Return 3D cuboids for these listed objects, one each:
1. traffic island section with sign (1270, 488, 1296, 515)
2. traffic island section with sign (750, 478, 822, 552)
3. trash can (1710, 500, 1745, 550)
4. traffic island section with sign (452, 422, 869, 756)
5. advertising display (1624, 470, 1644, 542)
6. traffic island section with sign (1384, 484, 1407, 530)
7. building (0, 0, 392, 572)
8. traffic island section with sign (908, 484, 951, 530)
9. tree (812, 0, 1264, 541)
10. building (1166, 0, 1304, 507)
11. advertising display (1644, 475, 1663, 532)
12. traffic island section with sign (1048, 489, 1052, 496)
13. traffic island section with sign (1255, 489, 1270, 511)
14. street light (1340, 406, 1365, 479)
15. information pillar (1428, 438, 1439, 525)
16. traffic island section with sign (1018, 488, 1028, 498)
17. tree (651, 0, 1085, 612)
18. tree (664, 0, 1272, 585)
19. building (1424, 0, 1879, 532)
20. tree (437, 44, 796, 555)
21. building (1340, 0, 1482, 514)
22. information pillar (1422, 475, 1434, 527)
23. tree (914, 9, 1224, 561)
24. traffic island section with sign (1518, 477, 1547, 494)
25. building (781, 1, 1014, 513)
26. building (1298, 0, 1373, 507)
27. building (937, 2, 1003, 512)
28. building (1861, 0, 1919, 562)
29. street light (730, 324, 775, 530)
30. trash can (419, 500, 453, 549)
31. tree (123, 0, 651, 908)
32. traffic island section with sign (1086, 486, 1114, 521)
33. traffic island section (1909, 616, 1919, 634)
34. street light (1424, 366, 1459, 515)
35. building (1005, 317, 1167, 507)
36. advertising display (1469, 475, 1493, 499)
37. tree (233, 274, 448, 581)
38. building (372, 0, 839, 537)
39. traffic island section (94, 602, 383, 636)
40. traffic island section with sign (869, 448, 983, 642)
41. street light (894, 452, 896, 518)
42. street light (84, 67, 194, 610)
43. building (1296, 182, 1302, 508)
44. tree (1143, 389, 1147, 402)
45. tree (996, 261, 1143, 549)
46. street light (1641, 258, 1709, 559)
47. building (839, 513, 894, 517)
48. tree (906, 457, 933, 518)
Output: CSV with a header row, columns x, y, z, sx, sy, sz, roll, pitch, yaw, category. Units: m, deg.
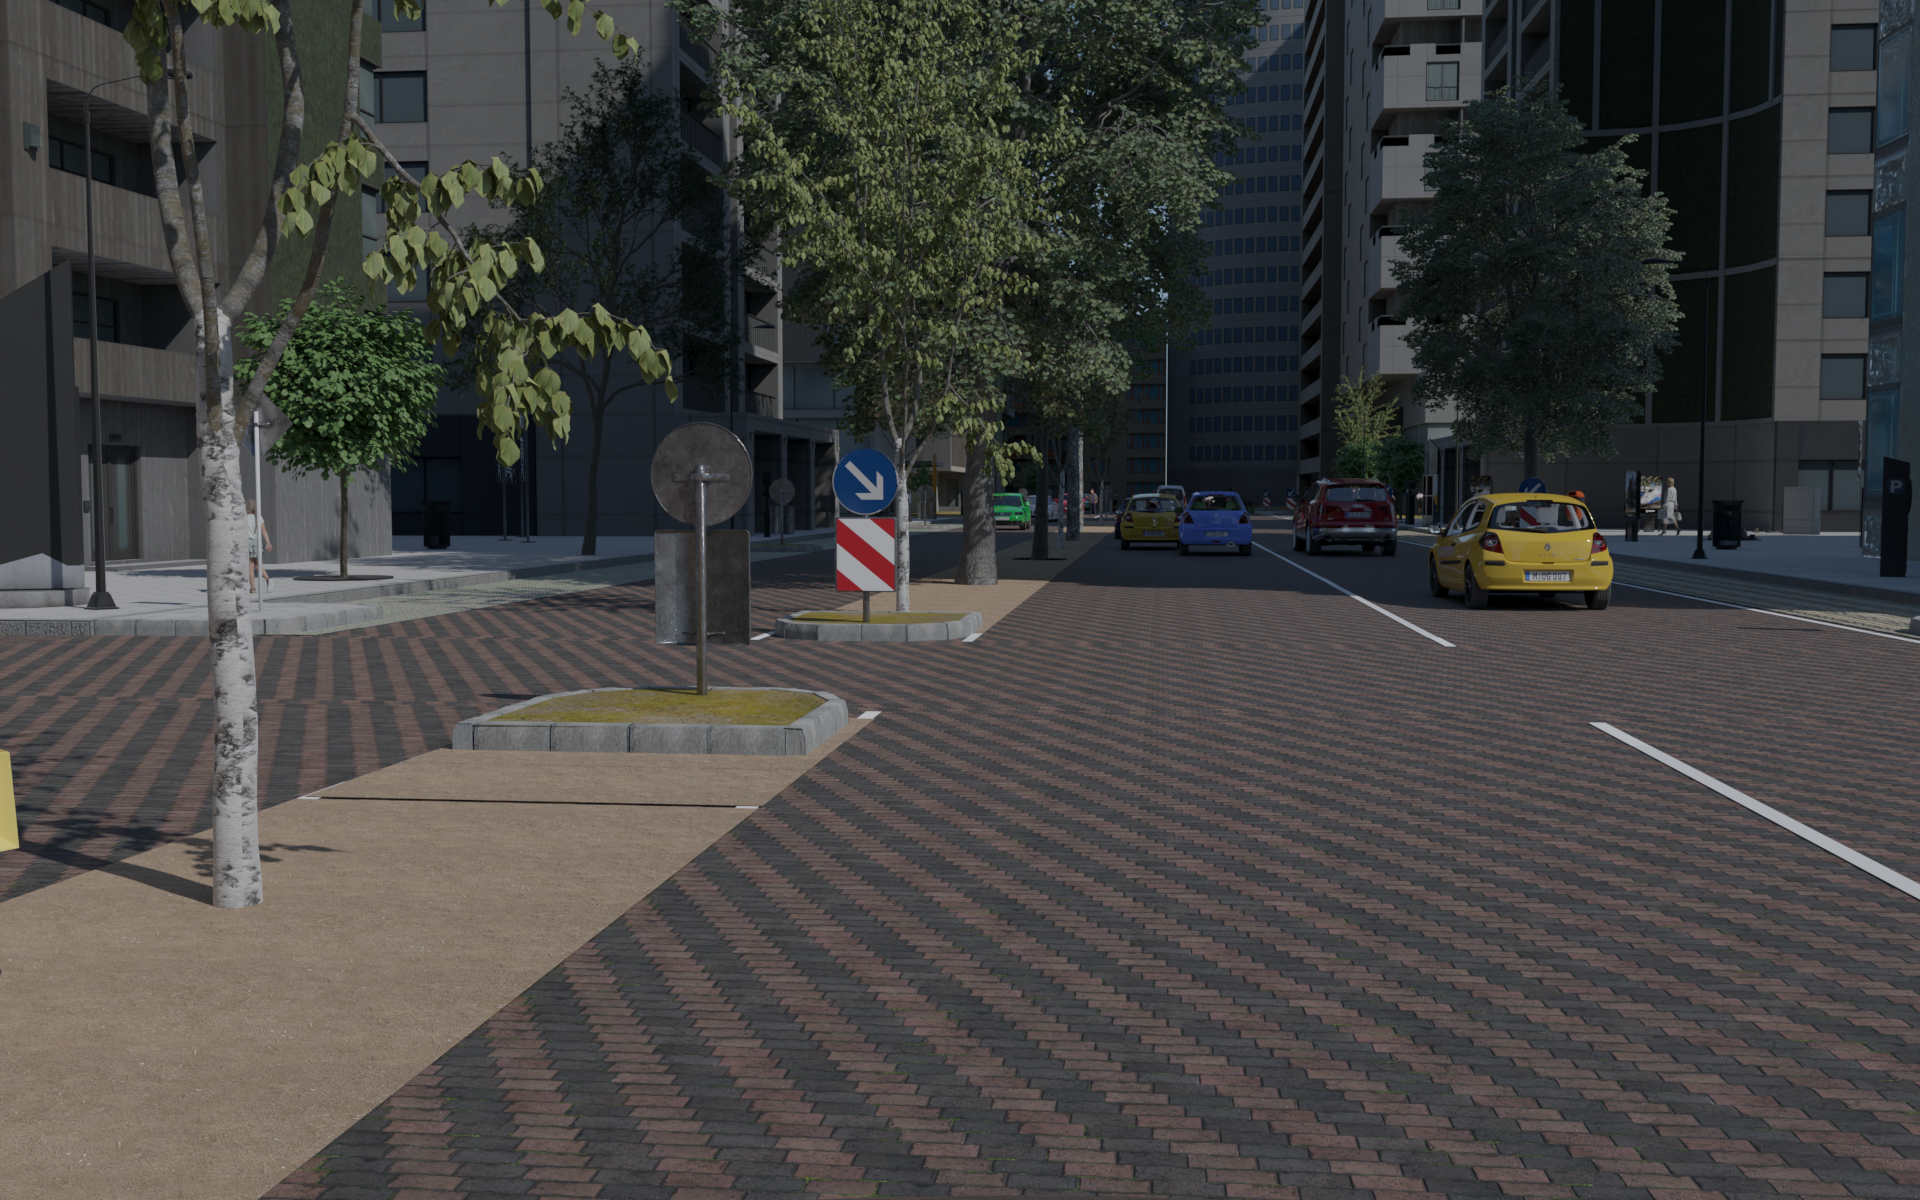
x,y,z,sx,sy,sz,roll,pitch,yaw,category
22.360,-6.684,117.905,1.989,1.847,2.006,0,4,7,traffic island section with sign
-4.512,-2.123,43.346,1.989,1.847,2.006,0,4,7,traffic island section with sign
17.740,-1.737,40.058,0.748,1.137,0.748,0,3,0,trash can
-1.722,-0.142,10.453,2.006,1.907,1.989,0,4,7,traffic island section with sign
18.140,-2.540,46.738,0.123,1.923,0.974,0,4,3,advertising display
16.700,-3.694,69.033,1.989,1.847,2.006,0,4,7,traffic island section with sign
-19.696,-15.766,29.472,14.160,30.474,14.107,0,4,7,building
-1.405,-3.761,70.122,1.989,1.847,2.006,0,4,7,traffic island section with sign
2.347,-11.927,53.346,12.611,20.169,13.585,0,3,0,tree
36.390,-39.288,184.353,28.212,58.520,21.231,0,4,7,building
23.235,-3.251,58.367,0.974,1.923,0.123,-1,4,-20,advertising display
7.632,-8.534,148.151,1.989,1.847,2.006,0,4,7,traffic island section with sign
25.511,-8.342,145.023,1.989,1.847,2.006,0,4,7,traffic island section with sign
20.710,-7.257,91.196,1.470,5.913,1.316,0,4,7,street light
19.899,-4.985,72.854,0.183,3.616,0.504,-2,4,-35,information pillar
4.426,-6.842,120.494,1.989,1.847,2.006,0,4,7,traffic island section with sign
-0.649,-4.081,19.550,4.737,8.622,4.395,0,3,0,tree
0.263,-7.213,27.040,9.857,13.997,8.962,0,3,0,tree
30.318,-38.409,66.242,20.563,71.187,20.611,0,4,7,building
-7.515,-6.215,36.022,7.601,10.594,8.767,1,4,22,tree
40.249,-32.103,114.128,28.713,52.752,27.495,0,4,7,building
18.189,-3.844,67.338,0.304,2.012,0.304,-1,4,-13,information pillar
1.828,-6.652,36.970,9.928,11.665,9.643,0,3,0,tree
13.562,-2.034,41.882,1.989,1.847,2.006,0,4,7,traffic island section with sign
-9.128,-34.608,155.085,27.495,52.752,28.713,0,4,7,building
39.082,-31.520,139.056,21.300,48.544,21.600,0,4,7,building
-4.394,-27.245,129.057,14.154,41.232,14.086,0,4,7,building
30.045,-24.661,22.824,30.456,49.044,23.786,0,4,7,building
-5.752,-4.589,47.566,1.470,5.913,1.316,0,4,7,street light
-12.180,-1.752,40.305,0.748,1.137,0.748,0,3,0,trash can
-2.501,-3.224,5.531,4.737,8.622,4.395,0,3,0,tree
7.777,-5.157,92.453,2.006,1.907,1.989,0,4,7,traffic island section with sign
10.646,0.334,16.824,2.009,0.180,2.903,0,4,7,traffic island section
17.431,-5.513,62.685,1.470,5.913,1.316,0,4,7,street light
8.326,-21.235,192.236,28.899,21.520,27.650,0,4,7,building
18.112,-3.363,60.200,0.123,1.923,0.974,-2,4,-30,advertising display
-9.336,-2.583,25.946,4.285,4.588,4.351,0,3,0,tree
-15.305,-38.103,61.242,20.563,71.187,20.611,0,4,7,building
-7.673,0.204,18.943,2.009,0.180,2.903,0,4,7,traffic island section
-0.860,-0.592,17.810,2.006,1.907,1.989,0,4,7,traffic island section with sign
-2.351,-6.381,76.877,1.470,5.913,1.316,0,4,7,street light
-9.031,-2.845,19.055,1.470,5.913,1.316,0,4,7,street light
37.774,-23.608,157.698,14.160,30.474,14.107,0,4,7,building
6.267,-7.576,76.689,4.360,8.622,3.978,0,3,0,tree
2.634,-5.640,45.038,4.360,8.622,3.978,0,3,0,tree
14.106,-3.770,34.180,1.470,5.913,1.316,0,4,7,street light
-14.345,-31.763,108.564,28.713,52.752,27.495,0,4,7,building
-1.905,-5.936,91.653,1.663,3.219,1.824,0,3,0,tree
